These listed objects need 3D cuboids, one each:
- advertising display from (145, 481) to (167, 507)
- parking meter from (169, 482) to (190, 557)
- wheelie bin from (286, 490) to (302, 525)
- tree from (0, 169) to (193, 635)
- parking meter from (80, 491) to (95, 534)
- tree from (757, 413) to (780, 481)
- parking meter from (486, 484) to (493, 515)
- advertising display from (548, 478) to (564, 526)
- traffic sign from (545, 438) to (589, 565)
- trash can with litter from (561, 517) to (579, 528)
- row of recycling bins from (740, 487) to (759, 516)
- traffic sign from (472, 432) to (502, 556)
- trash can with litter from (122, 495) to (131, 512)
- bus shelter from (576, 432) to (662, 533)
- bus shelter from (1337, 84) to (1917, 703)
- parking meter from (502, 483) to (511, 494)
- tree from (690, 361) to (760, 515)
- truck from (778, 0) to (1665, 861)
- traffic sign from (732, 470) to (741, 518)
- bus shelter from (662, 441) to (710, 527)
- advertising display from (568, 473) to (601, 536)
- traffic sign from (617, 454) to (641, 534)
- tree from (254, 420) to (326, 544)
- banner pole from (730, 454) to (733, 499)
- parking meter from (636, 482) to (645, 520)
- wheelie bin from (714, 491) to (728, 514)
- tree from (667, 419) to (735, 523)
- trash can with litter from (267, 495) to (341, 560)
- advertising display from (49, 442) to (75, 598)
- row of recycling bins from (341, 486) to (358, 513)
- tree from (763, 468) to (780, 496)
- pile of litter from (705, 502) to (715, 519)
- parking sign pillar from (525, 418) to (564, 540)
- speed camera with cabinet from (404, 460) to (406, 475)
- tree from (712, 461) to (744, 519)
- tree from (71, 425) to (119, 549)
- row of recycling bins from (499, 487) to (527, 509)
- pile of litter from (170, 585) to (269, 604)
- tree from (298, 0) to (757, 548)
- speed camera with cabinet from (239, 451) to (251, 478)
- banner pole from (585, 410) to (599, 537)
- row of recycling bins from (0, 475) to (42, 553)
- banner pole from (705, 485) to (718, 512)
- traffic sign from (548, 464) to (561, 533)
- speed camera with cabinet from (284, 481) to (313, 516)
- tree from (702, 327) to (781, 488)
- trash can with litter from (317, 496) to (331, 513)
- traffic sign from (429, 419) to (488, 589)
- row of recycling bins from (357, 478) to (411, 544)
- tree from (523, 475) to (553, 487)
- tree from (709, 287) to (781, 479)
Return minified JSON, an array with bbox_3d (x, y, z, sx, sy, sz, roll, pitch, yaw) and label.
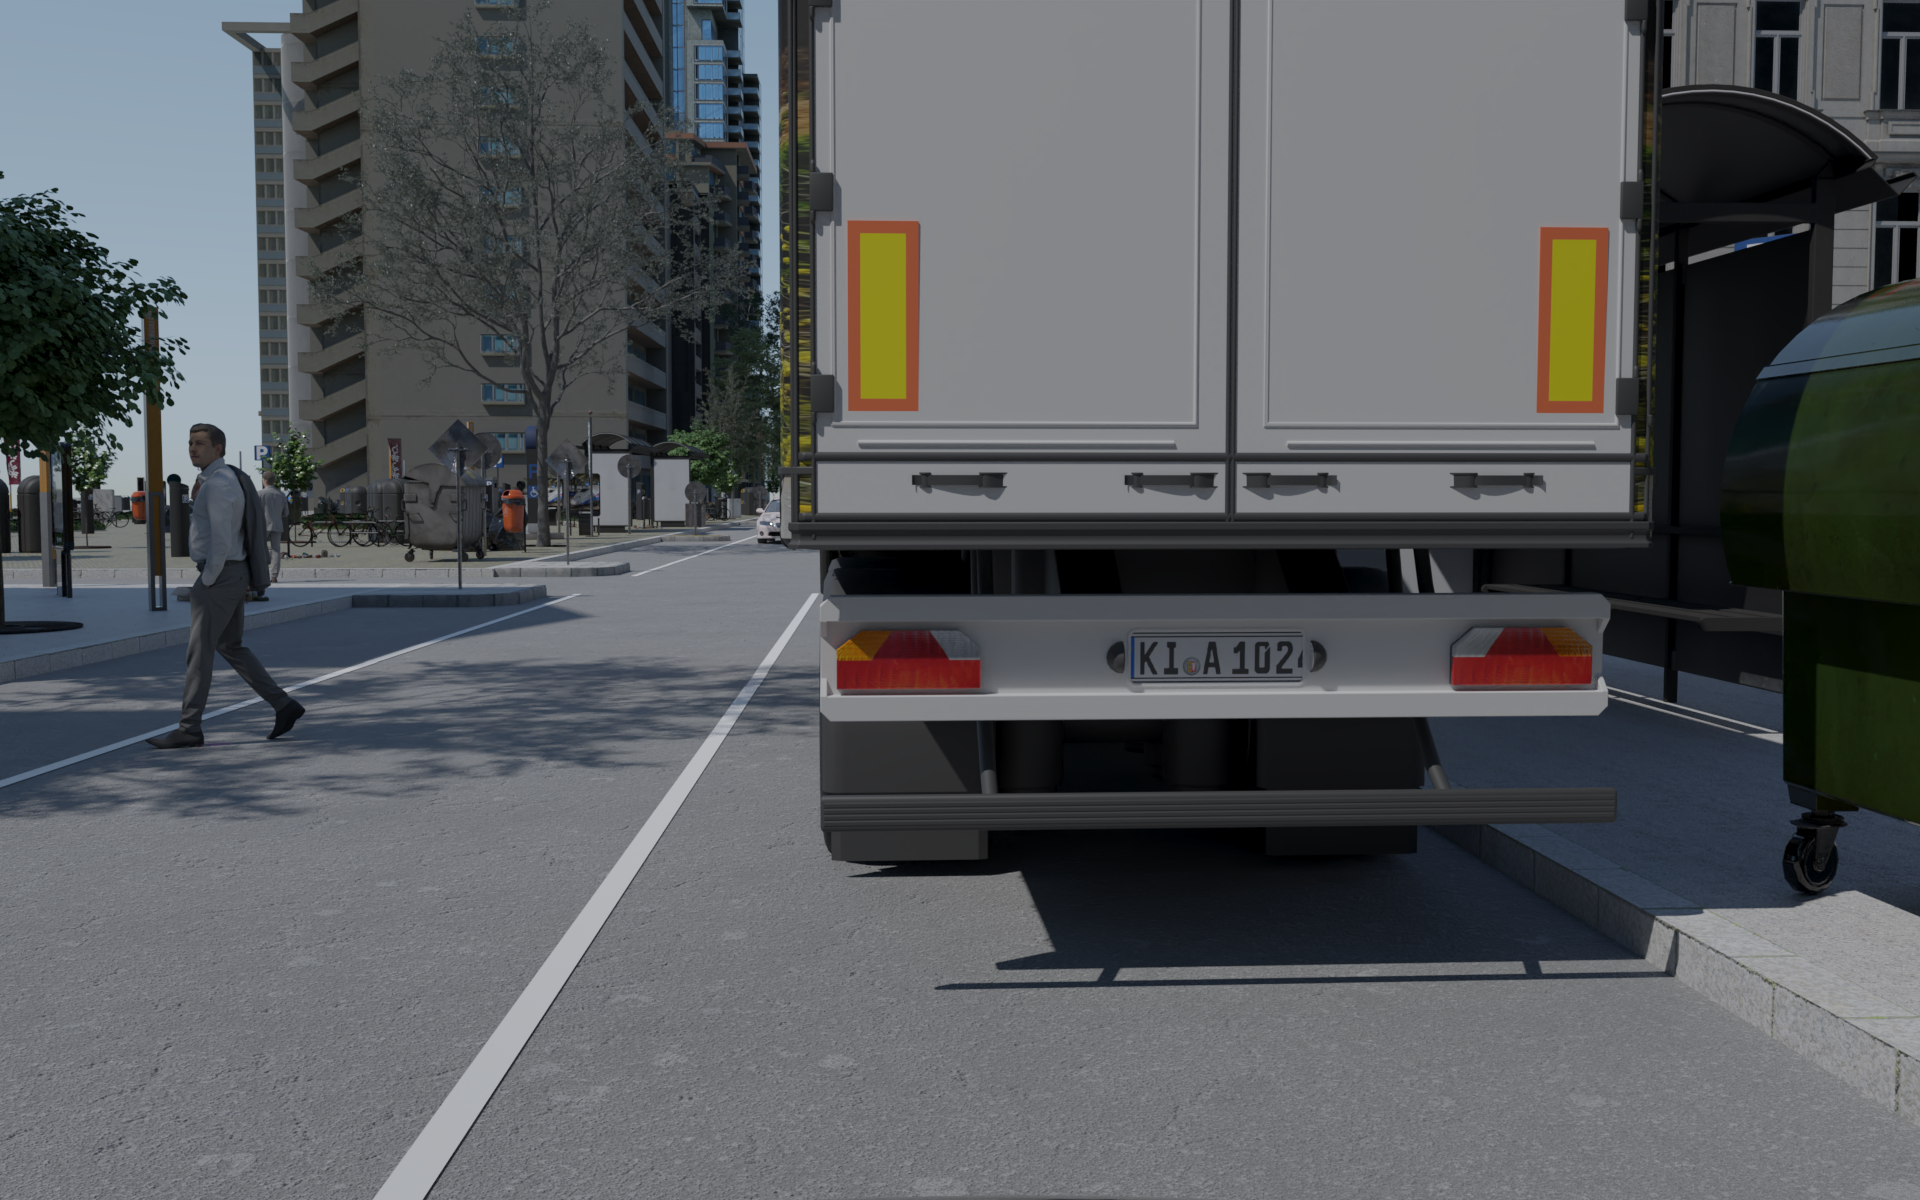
[{"bbox_3d":[-38.557,-4.759,83.017,0.974,1.923,0.123,-3,5,-41],"label":"advertising display"},{"bbox_3d":[-15.912,-1.646,35.328,0.372,1.533,0.369,0,3,0],"label":"parking meter"},{"bbox_3d":[-27.433,-3.873,71.227,0.693,1.594,0.980,-2,4,-29],"label":"wheelie bin"},{"bbox_3d":[-9.181,-1.992,16.291,4.285,4.588,4.351,0,3,0],"label":"tree"},{"bbox_3d":[-28.108,-2.898,55.786,0.372,1.533,0.369,0,3,0],"label":"parking meter"},{"bbox_3d":[-16.833,-16.208,182.015,9.611,12.733,9.660,0,3,0],"label":"tree"},{"bbox_3d":[-11.956,-2.153,43.617,0.372,1.533,0.369,0,3,0],"label":"parking meter"},{"bbox_3d":[-16.486,-3.961,69.984,0.974,1.923,0.123,1,4,9],"label":"advertising display"},{"bbox_3d":[-7.084,-1.689,31.263,0.795,2.450,0.064,0,4,-2],"label":"traffic sign"},{"bbox_3d":[-16.247,-3.788,72.986,2.233,1.210,1.678,-3,4,-38],"label":"trash can with litter"},{"bbox_3d":[-12.679,-5.980,104.879,1.069,1.692,3.534,-1,4,-12],"label":"row of recycling bins"},{"bbox_3d":[-9.836,-2.181,35.757,0.768,2.556,0.104,0,4,-2],"label":"traffic sign"},{"bbox_3d":[-47.858,-5.456,100.262,1.678,1.210,2.233,2,4,27],"label":"trash can with litter"},{"bbox_3d":[-11.706,-4.013,59.536,2.014,3.302,5.546,0,4,-3],"label":"bus shelter"},{"bbox_3d":[3.603,-1.066,11.349,2.014,3.302,5.546,0,4,-2],"label":"bus shelter"},{"bbox_3d":[-23.580,-5.164,90.135,0.255,1.863,0.399,3,5,40],"label":"parking meter"},{"bbox_3d":[-13.232,-8.940,96.539,4.360,8.622,3.978,0,3,0],"label":"tree"},{"bbox_3d":[0.394,-1.305,10.247,2.839,4.237,11.283,0,4,-3],"label":"truck"},{"bbox_3d":[-11.735,-5.473,89.484,0.884,2.594,0.081,0,4,6],"label":"traffic sign"},{"bbox_3d":[-11.282,-4.612,69.334,2.014,3.302,5.546,0,4,-2],"label":"bus shelter"},{"bbox_3d":[-11.594,-2.952,53.474,0.974,1.923,0.123,-1,4,-12],"label":"advertising display"},{"bbox_3d":[-10.583,-3.382,55.398,0.768,2.556,0.104,0,4,4],"label":"traffic sign"},{"bbox_3d":[-17.468,-3.108,45.422,1.663,3.219,1.824,0,3,0],"label":"tree"},{"bbox_3d":[-14.081,-7.109,106.253,0.401,3.779,0.863,-2,4,-28],"label":"banner pole"},{"bbox_3d":[-15.688,-4.857,85.118,0.399,1.863,0.255,2,4,30],"label":"parking meter"},{"bbox_3d":[-13.992,-5.731,101.609,0.980,1.594,0.693,1,4,16],"label":"wheelie bin"},{"bbox_3d":[-11.409,-5.652,76.128,4.285,4.588,4.351,0,3,0],"label":"tree"},{"bbox_3d":[-13.270,-1.446,34.693,1.678,1.210,2.233,2,4,35],"label":"trash can with litter"},{"bbox_3d":[-11.236,-1.007,21.677,0.123,1.923,0.974,-2,4,-35],"label":"advertising display"},{"bbox_3d":[-29.703,-4.946,87.978,1.069,1.692,3.534,1,4,19],"label":"row of recycling bins"},{"bbox_3d":[-14.137,-8.344,131.018,1.663,3.219,1.824,0,3,0],"label":"tree"},{"bbox_3d":[-13.332,-4.735,91.377,1.176,0.858,1.719,3,5,41],"label":"pile of litter"},{"bbox_3d":[-11.969,-3.705,49.046,1.447,3.967,1.447,0,4,-6],"label":"parking sign pillar"},{"bbox_3d":[-32.669,-6.600,102.251,0.660,3.252,2.038,0,4,4],"label":"speed camera with cabinet"},{"bbox_3d":[-11.978,-5.724,88.196,1.663,3.219,1.824,0,3,0],"label":"tree"},{"bbox_3d":[-20.729,-2.822,40.741,1.663,3.219,1.824,0,3,0],"label":"tree"},{"bbox_3d":[-26.236,-5.701,100.322,3.534,1.692,1.069,-3,5,-42],"label":"row of recycling bins"},{"bbox_3d":[-8.883,-0.420,20.828,1.176,0.858,1.719,-1,4,-8],"label":"pile of litter"},{"bbox_3d":[-10.162,-8.042,41.851,12.009,13.543,11.850,0,3,0],"label":"tree"},{"bbox_3d":[-33.624,-5.199,79.346,2.038,3.252,0.660,-2,4,-34],"label":"speed camera with cabinet"},{"bbox_3d":[-11.122,-3.797,52.104,0.401,3.779,0.863,-1,4,-19],"label":"banner pole"},{"bbox_3d":[-21.482,-1.863,37.573,3.534,1.692,1.069,-1,4,-12],"label":"row of recycling bins"},{"bbox_3d":[-12.778,-6.086,89.519,0.863,3.779,0.401,0,4,7],"label":"banner pole"},{"bbox_3d":[-12.275,-3.234,52.983,0.768,2.556,0.104,0,4,7],"label":"traffic sign"},{"bbox_3d":[-37.396,-6.338,97.957,0.660,3.252,2.038,1,4,12],"label":"speed camera with cabinet"},{"bbox_3d":[-13.912,-12.226,118.016,7.486,12.596,7.792,0,3,0],"label":"tree"},{"bbox_3d":[-29.196,-4.205,80.136,1.055,1.170,0.624,1,4,15],"label":"trash can with litter"},{"bbox_3d":[-6.735,-1.201,23.286,0.795,2.450,0.064,0,4,-2],"label":"traffic sign"},{"bbox_3d":[-15.132,-2.381,46.042,1.069,1.692,3.534,-2,4,-27],"label":"row of recycling bins"},{"bbox_3d":[-23.450,-6.217,96.255,1.663,3.219,1.824,0,3,0],"label":"tree"},{"bbox_3d":[-13.639,-17.388,140.181,12.611,20.169,13.585,0,3,0],"label":"tree"}]
